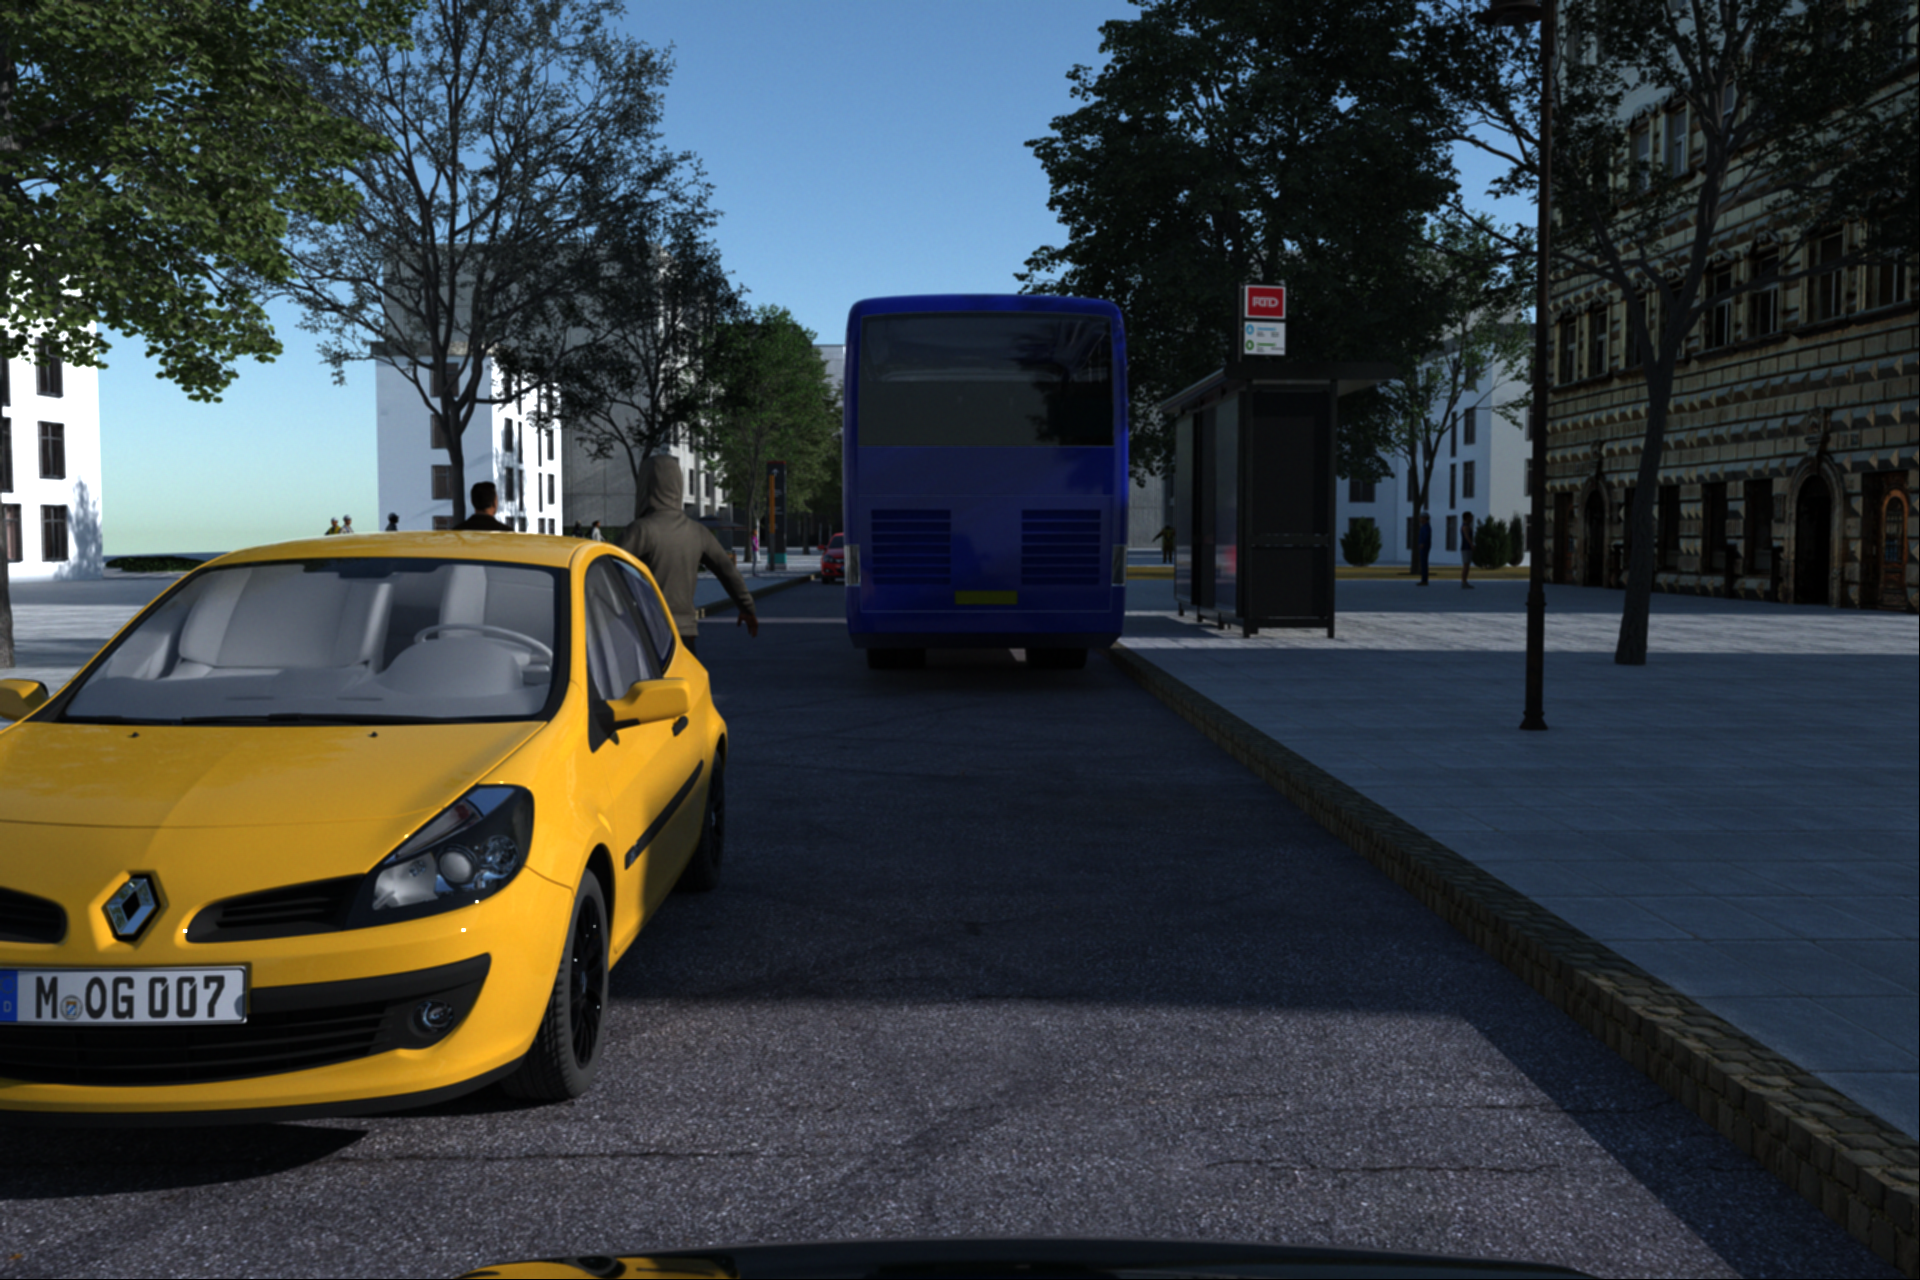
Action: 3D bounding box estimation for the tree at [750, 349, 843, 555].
[{"bbox_3d":[-9.523,-11.493,106.034,7.486,12.596,7.792,0,3,0],"label":"tree"}]

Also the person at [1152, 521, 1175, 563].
[{"bbox_3d":[9.187,-4.333,76.621,1.354,1.858,0.705,0,4,0],"label":"person"}]

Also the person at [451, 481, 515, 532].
[{"bbox_3d":[-3.408,-0.240,12.515,1.346,1.812,0.704,1,4,11],"label":"person"}]

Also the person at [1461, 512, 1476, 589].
[{"bbox_3d":[11.964,-2.118,40.798,0.704,1.807,1.345,1,4,11],"label":"person"}]

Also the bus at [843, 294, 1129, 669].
[{"bbox_3d":[0.131,-1.818,21.278,2.896,3.916,12.251,0,4,-1],"label":"bus"}]

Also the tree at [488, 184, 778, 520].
[{"bbox_3d":[-8.894,-6.874,46.810,8.767,10.594,7.601,0,4,3],"label":"tree"}]

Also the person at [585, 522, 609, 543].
[{"bbox_3d":[-16.096,-4.288,76.333,1.346,1.802,0.704,1,4,22],"label":"person"}]

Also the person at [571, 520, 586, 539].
[{"bbox_3d":[-16.002,-4.093,72.694,0.705,1.856,1.354,1,4,15],"label":"person"}]

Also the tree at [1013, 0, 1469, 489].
[{"bbox_3d":[5.864,-7.890,35.652,9.857,13.997,8.962,0,3,0],"label":"tree"}]

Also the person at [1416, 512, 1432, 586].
[{"bbox_3d":[11.571,-2.286,43.260,0.705,1.842,1.347,1,4,13],"label":"person"}]

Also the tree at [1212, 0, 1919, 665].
[{"bbox_3d":[6.638,-5.016,16.424,8.767,10.594,7.601,0,4,-7],"label":"tree"}]

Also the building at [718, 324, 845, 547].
[{"bbox_3d":[-26.392,-20.848,184.841,27.936,21.610,32.646,0,4,0],"label":"building"}]

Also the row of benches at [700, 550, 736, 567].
[{"bbox_3d":[-9.733,-2.973,64.064,1.422,0.672,4.104,2,4,33],"label":"row of benches"}]

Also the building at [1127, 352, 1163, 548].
[{"bbox_3d":[22.254,-19.002,177.144,16.747,18.905,31.486,0,3,0],"label":"building"}]

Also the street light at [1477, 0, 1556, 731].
[{"bbox_3d":[3.773,-2.350,11.215,0.468,5.910,1.993,0,3,0],"label":"street light"}]

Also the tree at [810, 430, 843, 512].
[{"bbox_3d":[-10.135,-13.275,151.451,7.601,10.594,8.767,-2,4,-24],"label":"tree"}]

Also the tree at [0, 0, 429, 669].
[{"bbox_3d":[-8.943,-6.014,16.448,7.486,12.596,7.792,0,3,0],"label":"tree"}]

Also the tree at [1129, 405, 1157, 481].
[{"bbox_3d":[5.979,-9.441,88.771,8.767,10.594,7.601,0,4,0],"label":"tree"}]

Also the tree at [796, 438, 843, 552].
[{"bbox_3d":[-9.780,-10.418,120.689,4.360,8.622,3.978,0,3,0],"label":"tree"}]

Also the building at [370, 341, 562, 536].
[{"bbox_3d":[-25.036,-9.018,89.587,9.099,9.664,28.070,0,4,-1],"label":"building"}]

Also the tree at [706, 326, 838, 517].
[{"bbox_3d":[-10.277,-10.742,93.764,7.486,12.596,7.792,0,3,0],"label":"tree"}]

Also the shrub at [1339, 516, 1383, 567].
[{"bbox_3d":[15.781,-3.897,68.139,1.690,2.028,1.600,0,3,0],"label":"shrub"}]

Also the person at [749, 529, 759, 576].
[{"bbox_3d":[-6.218,-2.675,53.004,0.599,1.433,0.991,0,4,-7],"label":"person"}]

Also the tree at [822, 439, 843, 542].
[{"bbox_3d":[-9.572,-11.032,130.741,4.737,8.622,4.395,0,3,0],"label":"tree"}]

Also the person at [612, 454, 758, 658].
[{"bbox_3d":[-1.464,0.011,8.400,0.705,1.813,1.348,3,5,43],"label":"person"}]

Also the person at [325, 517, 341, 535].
[{"bbox_3d":[-20.773,-3.153,57.518,1.349,1.833,0.705,1,4,22],"label":"person"}]

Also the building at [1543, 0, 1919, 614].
[{"bbox_3d":[24.411,-12.518,35.606,19.493,23.208,18.063,0,4,0],"label":"building"}]

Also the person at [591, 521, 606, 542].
[{"bbox_3d":[-14.295,-3.801,68.335,0.705,1.806,1.347,0,4,8],"label":"person"}]

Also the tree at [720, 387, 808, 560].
[{"bbox_3d":[-10.133,-8.202,84.465,4.360,8.622,3.978,0,3,0],"label":"tree"}]

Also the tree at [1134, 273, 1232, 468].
[{"bbox_3d":[6.200,-5.940,47.474,4.360,8.622,3.978,0,3,0],"label":"tree"}]

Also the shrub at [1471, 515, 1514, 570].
[{"bbox_3d":[19.144,-3.548,62.427,1.690,2.028,1.600,0,3,0],"label":"shrub"}]

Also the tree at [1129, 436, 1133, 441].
[{"bbox_3d":[5.634,-7.703,76.309,4.737,8.622,4.395,0,3,0],"label":"tree"}]

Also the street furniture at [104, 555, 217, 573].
[{"bbox_3d":[-27.555,-2.849,62.203,5.734,0.657,10.072,-2,4,-26],"label":"street furniture"}]

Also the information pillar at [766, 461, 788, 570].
[{"bbox_3d":[-6.533,-4.424,61.712,0.750,3.857,0.750,0,4,-1],"label":"information pillar"}]

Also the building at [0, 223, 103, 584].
[{"bbox_3d":[-25.268,-5.706,35.443,9.099,9.664,28.070,0,4,0],"label":"building"}]

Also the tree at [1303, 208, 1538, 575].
[{"bbox_3d":[14.584,-7.872,54.460,9.928,11.665,9.643,0,3,0],"label":"tree"}]

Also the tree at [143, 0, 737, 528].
[{"bbox_3d":[-9.313,-7.428,31.822,12.009,13.543,11.850,0,3,0],"label":"tree"}]

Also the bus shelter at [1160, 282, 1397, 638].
[{"bbox_3d":[4.220,-2.922,25.400,2.179,5.291,8.768,0,4,-1],"label":"bus shelter"}]

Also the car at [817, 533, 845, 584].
[{"bbox_3d":[-3.114,-2.575,51.138,2.155,1.783,4.494,0,4,-1],"label":"car"}]

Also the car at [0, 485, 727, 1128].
[{"bbox_3d":[-1.797,0.283,5.597,2.015,1.641,3.980,0,4,-1],"label":"car"}]

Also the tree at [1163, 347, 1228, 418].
[{"bbox_3d":[9.040,-6.935,63.743,4.360,8.622,3.978,0,3,0],"label":"tree"}]

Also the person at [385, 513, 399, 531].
[{"bbox_3d":[-15.171,-2.483,46.444,0.704,1.849,1.345,-2,4,-32],"label":"person"}]

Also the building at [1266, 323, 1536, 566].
[{"bbox_3d":[21.654,-8.620,83.078,9.099,9.664,28.070,0,4,-1],"label":"building"}]

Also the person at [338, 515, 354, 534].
[{"bbox_3d":[-18.222,-2.799,51.619,0.705,1.847,1.347,1,4,13],"label":"person"}]

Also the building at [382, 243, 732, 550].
[{"bbox_3d":[-26.563,-15.588,121.322,16.747,18.905,31.486,0,4,0],"label":"building"}]

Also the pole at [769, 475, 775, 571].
[{"bbox_3d":[-6.509,-4.042,59.936,0.158,3.312,0.155,0,3,0],"label":"pole"}]

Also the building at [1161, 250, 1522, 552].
[{"bbox_3d":[24.061,-15.302,116.649,16.747,18.905,31.486,0,4,-1],"label":"building"}]

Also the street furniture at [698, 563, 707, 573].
[{"bbox_3d":[-10.578,-2.317,53.510,5.734,0.657,10.072,0,4,-2],"label":"street furniture"}]

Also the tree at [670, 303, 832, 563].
[{"bbox_3d":[-9.324,-9.261,77.173,9.928,11.665,9.643,0,3,0],"label":"tree"}]
